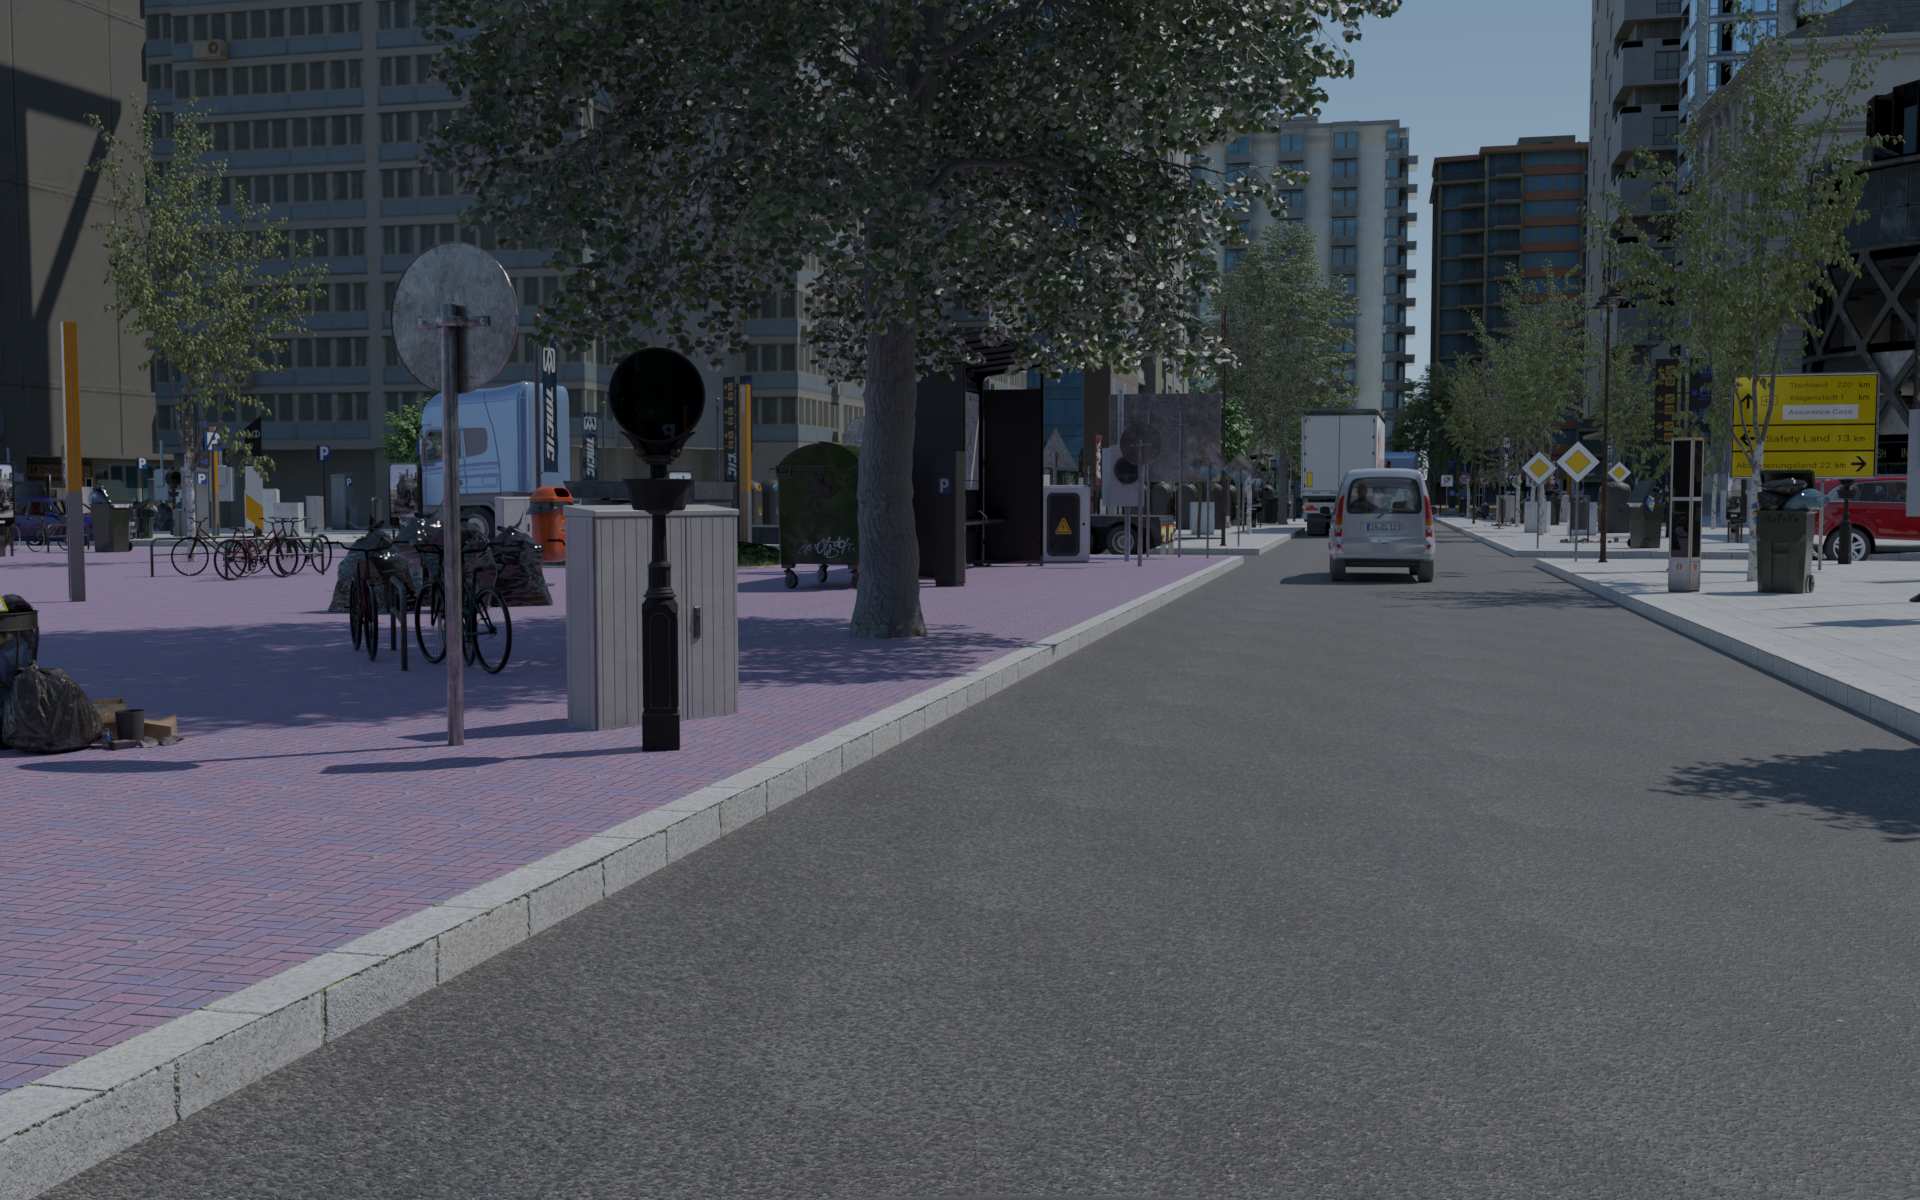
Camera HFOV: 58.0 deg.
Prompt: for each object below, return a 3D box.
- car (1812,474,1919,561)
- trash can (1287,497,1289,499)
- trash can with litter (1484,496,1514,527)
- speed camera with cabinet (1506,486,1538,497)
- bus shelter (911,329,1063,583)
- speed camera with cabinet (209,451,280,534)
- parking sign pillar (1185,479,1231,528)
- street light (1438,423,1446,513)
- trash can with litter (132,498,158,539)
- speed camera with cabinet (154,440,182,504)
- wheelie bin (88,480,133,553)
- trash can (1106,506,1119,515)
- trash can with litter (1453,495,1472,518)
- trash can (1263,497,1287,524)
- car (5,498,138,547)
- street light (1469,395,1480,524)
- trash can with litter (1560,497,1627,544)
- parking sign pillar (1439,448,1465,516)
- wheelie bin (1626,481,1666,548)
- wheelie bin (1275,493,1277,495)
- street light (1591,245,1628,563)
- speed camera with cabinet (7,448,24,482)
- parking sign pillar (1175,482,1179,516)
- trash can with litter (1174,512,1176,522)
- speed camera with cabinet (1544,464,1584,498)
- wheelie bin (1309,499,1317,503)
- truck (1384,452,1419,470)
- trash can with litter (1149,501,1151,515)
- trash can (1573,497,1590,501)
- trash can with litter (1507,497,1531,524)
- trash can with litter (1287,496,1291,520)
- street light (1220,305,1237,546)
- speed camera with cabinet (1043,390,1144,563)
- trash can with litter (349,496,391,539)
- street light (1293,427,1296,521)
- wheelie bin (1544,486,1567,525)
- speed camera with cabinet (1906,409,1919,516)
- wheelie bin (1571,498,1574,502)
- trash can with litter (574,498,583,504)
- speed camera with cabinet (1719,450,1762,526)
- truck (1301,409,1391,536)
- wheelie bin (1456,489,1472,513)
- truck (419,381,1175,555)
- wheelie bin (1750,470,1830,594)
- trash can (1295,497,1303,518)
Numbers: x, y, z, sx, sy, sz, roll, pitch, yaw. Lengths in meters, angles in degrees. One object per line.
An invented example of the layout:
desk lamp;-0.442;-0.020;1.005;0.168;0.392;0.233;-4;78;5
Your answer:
car;18.970;-1.570;34.344;5.304;1.827;2.281;1;4;11
trash can;14.723;-4.154;79.567;0.748;1.137;0.748;0;3;0
trash can with litter;21.812;-3.553;69.151;1.678;1.210;2.233;1;4;23
speed camera with cabinet;33.142;-6.571;101.776;2.038;3.252;0.660;2;4;34
bus shelter;0.291;-2.239;27.893;1.731;3.624;6.357;1;4;14
speed camera with cabinet;-23.275;-3.793;56.351;2.038;3.252;0.660;-1;4;-11
parking sign pillar;9.460;-4.682;65.022;1.447;3.967;1.447;2;4;25
street light;31.344;-8.566;112.843;0.468;5.910;1.993;1;4;13
trash can with litter;-23.434;-2.315;49.238;1.055;1.170;0.624;-3;5;-42
speed camera with cabinet;-28.704;-4.248;63.788;2.038;3.252;0.660;1;4;22
wheelie bin;-18.772;-1.854;38.226;0.693;1.594;0.980;1;4;20
trash can;6.807;-4.016;77.311;0.748;1.137;0.748;0;3;0
trash can with litter;28.042;-5.163;95.468;1.678;1.210;2.233;1;4;22
trash can;13.443;-3.855;74.685;0.748;1.137;0.748;0;3;0
car;-24.041;-2.053;46.148;3.894;1.354;1.945;1;4;14
street light;22.193;-6.230;74.648;0.468;5.910;1.993;1;4;13
trash can with litter;16.717;-2.110;45.561;2.233;1.210;1.678;-1;4;-10
parking sign pillar;28.846;-6.912;101.480;1.447;3.967;1.447;1;4;15
wheelie bin;16.298;-2.034;41.163;0.693;1.594;0.980;-1;4;-13
wheelie bin;19.443;-6.117;107.923;0.693;1.594;0.980;0;4;-1
street light;12.057;-3.640;32.307;0.468;5.910;1.993;1;4;13
speed camera with cabinet;-39.764;-4.839;73.455;2.038;3.252;0.660;2;4;33
parking sign pillar;13.256;-6.929;101.762;1.447;3.967;1.447;-1;4;-16
trash can with litter;9.885;-4.213;79.943;2.233;1.210;1.678;-2;4;-33
speed camera with cabinet;32.914;-6.103;94.125;2.038;3.252;0.660;-1;4;-22
wheelie bin;22.832;-6.379;112.199;0.693;1.594;0.980;1;4;16
truck;26.773;-7.083;105.564;2.967;4.110;18.799;1;4;14
trash can with litter;10.769;-5.253;97.270;1.055;1.170;0.624;3;4;36
trash can;27.819;-4.032;77.571;0.748;1.137;0.748;0;3;0
trash can with litter;24.150;-3.870;74.658;1.055;1.170;0.624;0;4;1
trash can with litter;15.961;-4.586;86.365;1.055;1.170;0.624;0;4;1
street light;6.503;-4.271;42.612;0.468;5.910;1.993;1;4;13
speed camera with cabinet;2.412;-2.337;32.553;2.038;3.252;0.660;-1;4;-13
trash can with litter;-17.184;-2.410;50.468;1.678;1.210;2.233;0;4;-5
street light;15.683;-6.623;81.080;0.468;5.910;1.993;1;4;13
wheelie bin;24.484;-3.897;71.629;0.980;1.594;0.693;-3;5;-44
speed camera with cabinet;10.517;-1.392;17.091;0.660;3.252;2.038;-2;4;-32
wheelie bin;35.516;-5.676;100.703;0.980;1.594;0.693;3;5;41
trash can with litter;-12.667;-2.928;58.935;2.233;1.210;1.678;-3;5;-42
speed camera with cabinet;31.402;-4.577;69.175;2.038;3.252;0.660;-2;4;-24
truck;13.969;-4.498;62.457;2.839;4.237;11.283;1;4;15
wheelie bin;31.440;-6.135;108.209;0.980;1.594;0.693;0;4;2
truck;-4.458;-3.124;40.829;18.799;4.110;2.967;1;4;14
wheelie bin;10.752;-0.893;22.502;0.980;1.594;0.693;3;4;36
trash can;18.002;-4.949;92.566;0.748;1.137;0.748;0;3;0
